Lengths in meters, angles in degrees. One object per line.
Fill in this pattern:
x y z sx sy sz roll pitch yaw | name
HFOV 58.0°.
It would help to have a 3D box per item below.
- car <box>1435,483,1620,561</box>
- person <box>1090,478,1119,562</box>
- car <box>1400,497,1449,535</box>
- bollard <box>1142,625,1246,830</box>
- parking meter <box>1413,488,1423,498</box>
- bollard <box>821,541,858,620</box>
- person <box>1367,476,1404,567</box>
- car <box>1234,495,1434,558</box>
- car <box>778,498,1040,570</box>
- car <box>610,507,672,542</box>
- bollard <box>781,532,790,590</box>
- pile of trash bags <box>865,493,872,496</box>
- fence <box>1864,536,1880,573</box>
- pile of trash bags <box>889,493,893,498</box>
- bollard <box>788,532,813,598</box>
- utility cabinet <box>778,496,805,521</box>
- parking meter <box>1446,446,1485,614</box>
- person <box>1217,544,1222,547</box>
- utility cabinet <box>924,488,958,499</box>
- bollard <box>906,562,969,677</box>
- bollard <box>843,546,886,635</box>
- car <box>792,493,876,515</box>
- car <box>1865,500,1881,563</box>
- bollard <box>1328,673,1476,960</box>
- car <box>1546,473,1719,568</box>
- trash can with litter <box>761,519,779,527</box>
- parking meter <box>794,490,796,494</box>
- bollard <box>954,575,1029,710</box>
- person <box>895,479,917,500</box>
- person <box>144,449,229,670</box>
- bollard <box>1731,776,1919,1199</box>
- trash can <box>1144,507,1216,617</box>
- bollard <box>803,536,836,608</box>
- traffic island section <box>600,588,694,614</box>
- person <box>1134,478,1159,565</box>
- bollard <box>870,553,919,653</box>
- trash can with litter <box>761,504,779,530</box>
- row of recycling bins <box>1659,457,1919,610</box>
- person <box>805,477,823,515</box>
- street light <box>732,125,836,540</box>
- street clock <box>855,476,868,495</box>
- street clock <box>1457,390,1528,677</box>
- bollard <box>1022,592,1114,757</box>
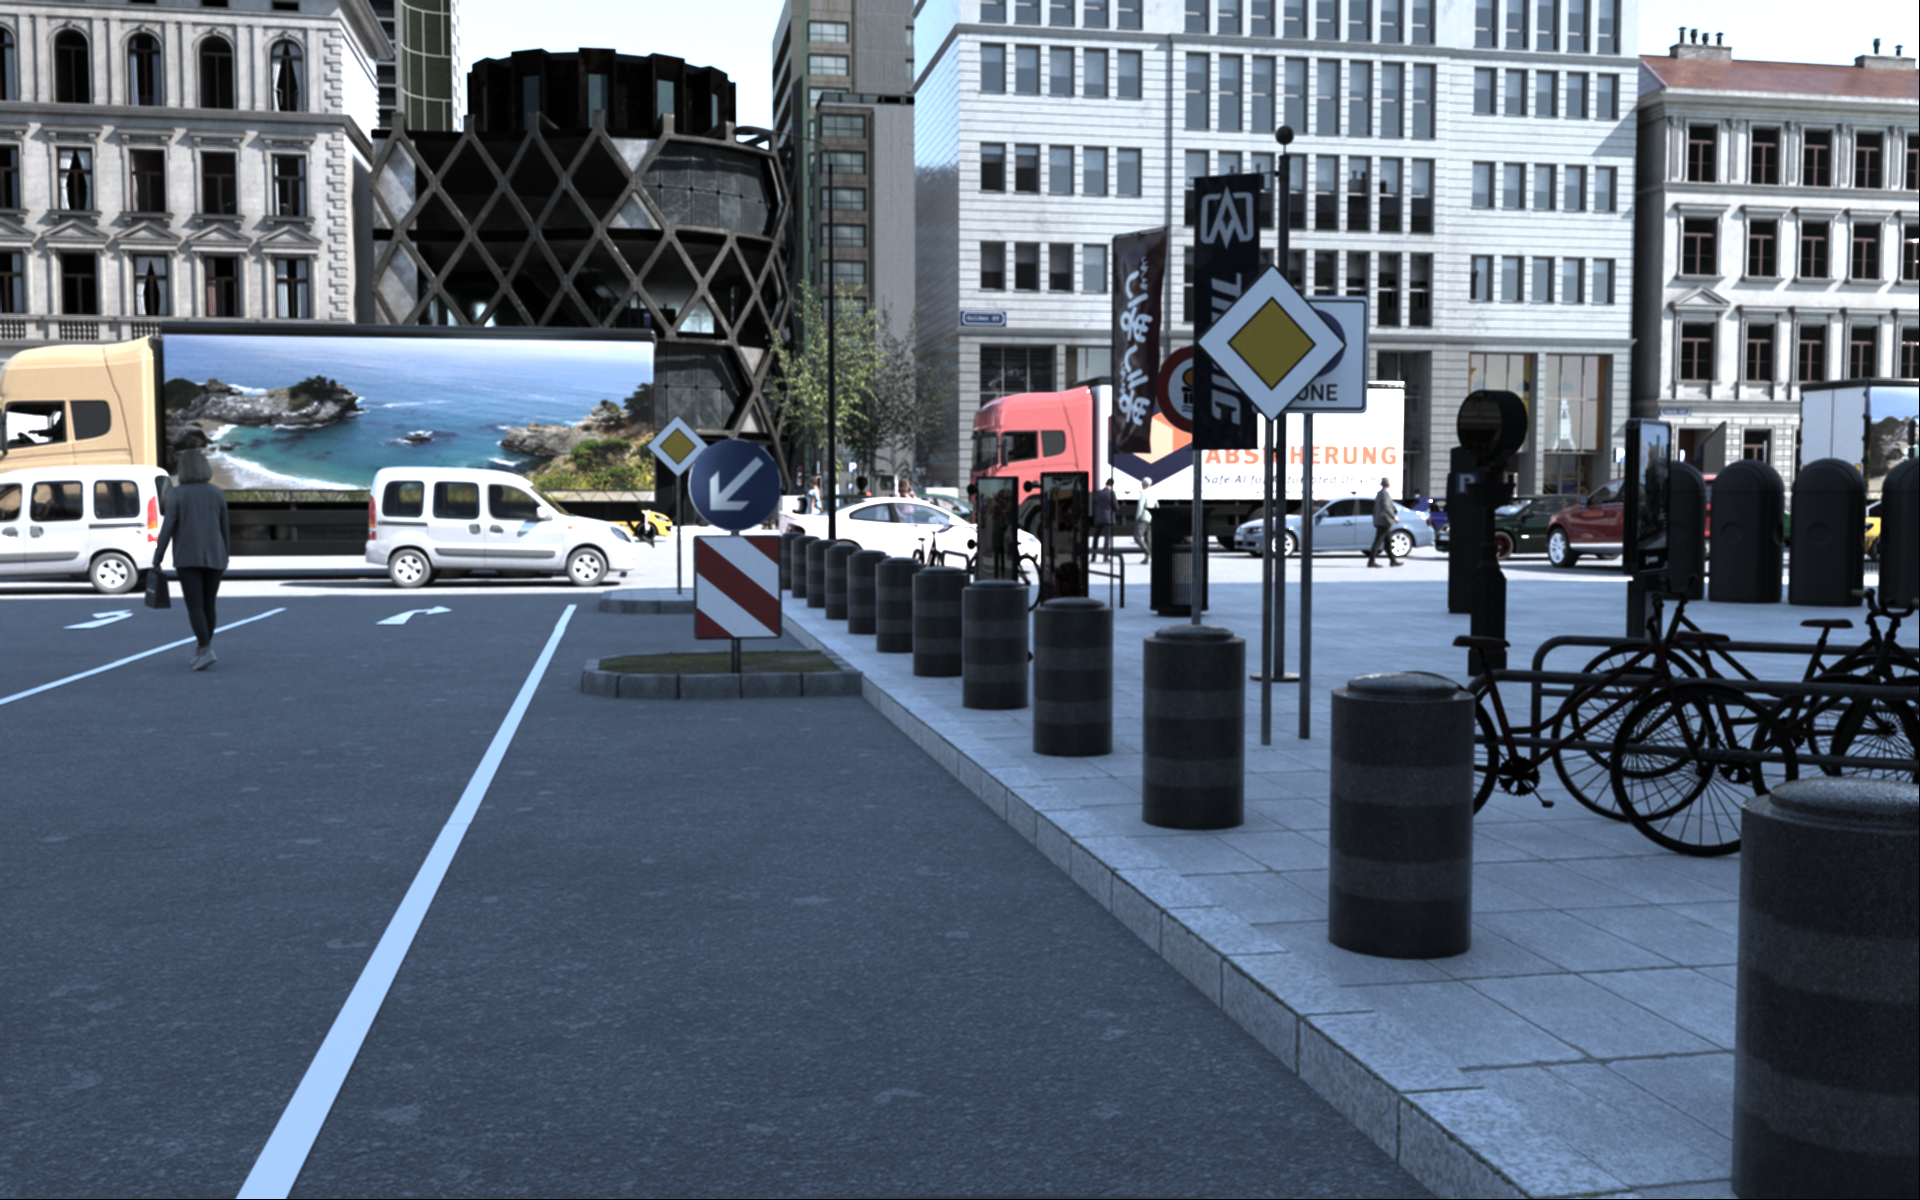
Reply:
12.569 -1.725 37.995 4.222 1.686 2.009 -1 4 -11 | car
3.059 -1.683 36.470 0.683 1.767 0.568 2 4 26 | person
15.025 -2.463 52.858 3.894 1.354 1.945 -1 4 -12 | car
0.916 0.485 6.782 0.404 0.777 0.398 0 3 0 | bollard
18.363 -3.734 69.468 0.372 1.533 0.369 0 3 0 | parking meter
-1.186 -0.190 17.830 0.404 0.777 0.398 0 3 0 | bollard
8.364 -1.528 33.876 0.834 1.777 0.661 -1 4 -12 | person
8.489 -1.679 39.453 4.499 1.417 2.014 -1 4 -9 | car
-0.904 -1.163 31.381 4.827 1.381 2.083 -1 4 -11 | car
-10.714 -2.576 52.344 3.980 1.641 2.015 -1 4 -12 | car
-2.236 -0.527 23.340 0.404 0.777 0.398 0 3 0 | bollard
-6.005 -6.035 108.420 1.912 1.369 3.447 -1 4 -14 | pile of trash bags
13.107 -0.571 24.716 2.069 0.683 0.278 -1 4 -12 | fence
-3.489 -5.620 101.632 1.912 1.369 3.447 -1 4 -20 | pile of trash bags
-1.889 -0.415 21.504 0.404 0.777 0.398 0 3 0 | bollard
-5.927 -3.061 61.214 1.020 1.237 0.306 -3 5 -43 | utility cabinet
5.437 -0.790 18.620 0.399 1.863 0.255 1 4 22 | parking meter
7.295 -2.340 47.111 0.624 1.780 0.694 1 4 8 | person
-0.656 -3.204 61.061 1.173 1.500 0.318 -1 4 -19 | utility cabinet
-0.134 0.148 12.292 0.404 0.777 0.398 0 3 0 | bollard
-0.834 -0.077 15.972 0.404 0.777 0.398 0 3 0 | bollard
-2.515 -2.153 44.986 4.222 1.686 2.009 -1 4 -11 | car
20.282 -1.640 37.037 3.980 1.641 2.015 -1 4 -10 | car
1.258 0.598 4.946 0.404 0.777 0.398 0 3 0 | bollard
12.906 -1.443 32.260 2.281 1.827 5.304 -1 4 -11 | car
-7.087 -3.382 66.688 1.055 1.170 0.624 -2 4 -29 | trash can with litter
-10.019 -5.990 106.340 0.372 1.533 0.369 0 3 0 | parking meter
0.215 0.261 10.456 0.404 0.777 0.398 0 3 0 | bollard
-1.235 -1.631 35.749 0.643 1.750 0.593 3 4 38 | person
-6.319 -0.337 14.194 0.709 1.800 0.728 -3 5 -43 | person
1.614 0.710 3.111 0.404 0.777 0.398 0 3 0 | bollard
2.315 -0.404 18.266 0.748 1.137 0.748 0 3 0 | trash can
-1.539 -0.303 19.665 0.404 0.777 0.398 0 3 0 | bollard
-3.568 0.008 22.157 2.009 0.180 2.903 -1 4 -11 | traffic island section
3.879 -1.616 35.408 0.515 1.767 0.782 3 4 36 | person
-0.484 0.035 14.137 0.404 0.777 0.398 0 3 0 | bollard
-6.388 -3.172 62.926 1.678 1.210 2.233 3 5 39 | trash can with litter
9.762 -0.810 20.358 3.534 1.692 1.069 3 4 39 | row of recycling bins
-3.245 -1.864 39.068 0.778 1.811 0.616 2 4 33 | person
-2.178 -3.029 22.068 1.470 5.913 1.316 -1 4 -11 | street light
-4.047 -4.078 71.242 0.471 2.002 0.358 2 4 29 | street clock
3.710 -0.462 12.130 0.358 2.002 0.471 -2 4 -24 | street clock
0.563 0.373 8.621 0.404 0.777 0.398 0 3 0 | bollard
